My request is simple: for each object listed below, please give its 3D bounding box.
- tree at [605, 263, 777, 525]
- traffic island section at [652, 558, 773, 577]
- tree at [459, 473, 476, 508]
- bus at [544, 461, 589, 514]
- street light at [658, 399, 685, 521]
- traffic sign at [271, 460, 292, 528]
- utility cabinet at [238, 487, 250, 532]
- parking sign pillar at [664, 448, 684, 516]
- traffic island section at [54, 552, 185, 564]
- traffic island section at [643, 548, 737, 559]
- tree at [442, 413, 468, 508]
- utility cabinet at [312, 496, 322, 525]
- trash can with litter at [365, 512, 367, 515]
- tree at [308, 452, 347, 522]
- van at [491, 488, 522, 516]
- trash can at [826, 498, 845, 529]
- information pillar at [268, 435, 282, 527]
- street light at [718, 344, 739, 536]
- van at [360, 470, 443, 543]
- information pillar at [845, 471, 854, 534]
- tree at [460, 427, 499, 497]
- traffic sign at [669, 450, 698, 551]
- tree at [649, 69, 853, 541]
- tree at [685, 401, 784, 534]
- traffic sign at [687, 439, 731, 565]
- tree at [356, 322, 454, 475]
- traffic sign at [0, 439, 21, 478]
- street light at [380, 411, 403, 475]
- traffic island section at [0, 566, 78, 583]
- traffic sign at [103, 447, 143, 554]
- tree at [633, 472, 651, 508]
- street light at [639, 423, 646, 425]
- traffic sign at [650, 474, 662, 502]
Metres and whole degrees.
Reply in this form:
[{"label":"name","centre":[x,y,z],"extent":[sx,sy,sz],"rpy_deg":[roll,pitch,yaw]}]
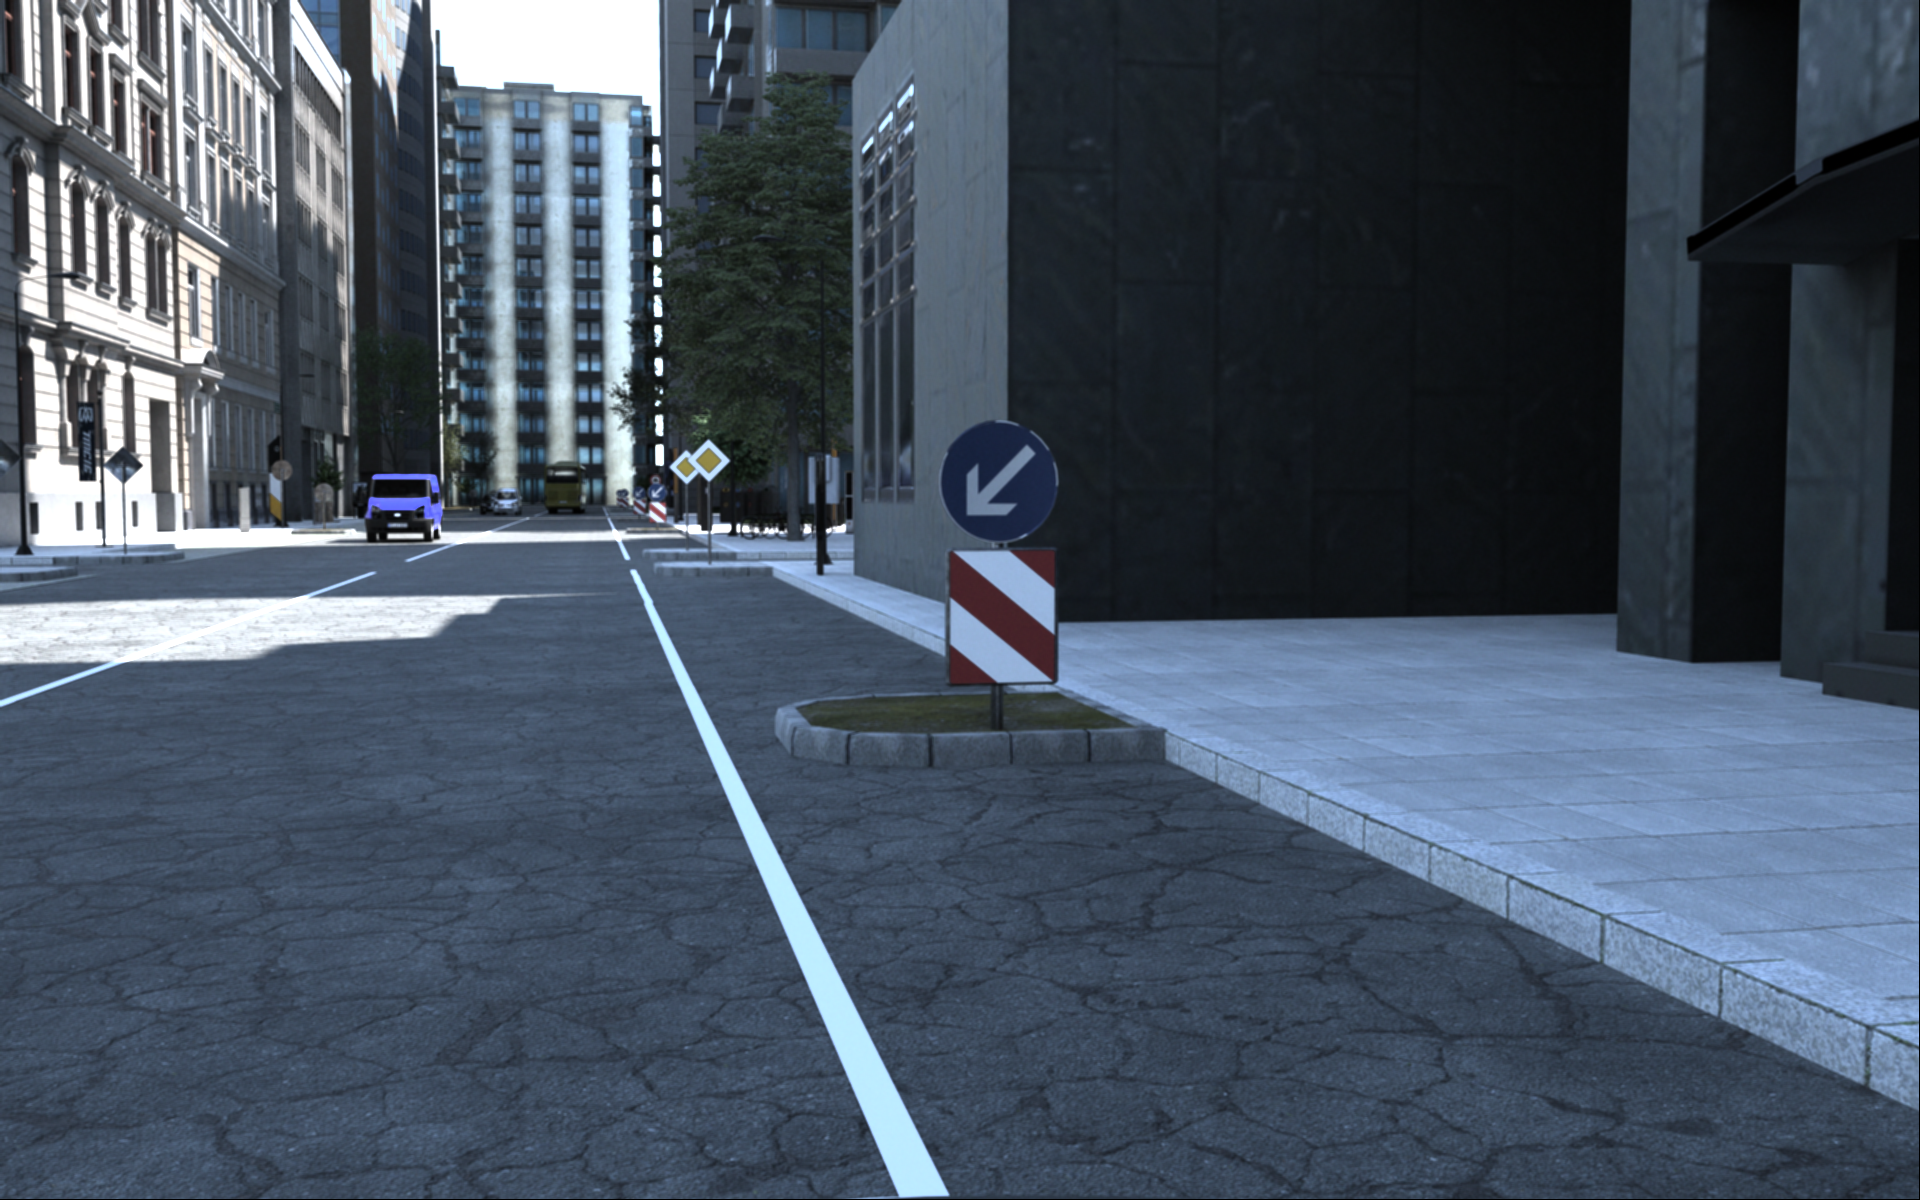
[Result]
[{"label":"tree","centre":[-10.966,-8.340,70.777],"extent":[7.601,10.594,8.767],"rpy_deg":[-3,4,-37]},{"label":"traffic island section","centre":[-4.534,-0.565,31.522],"extent":[2.009,0.180,2.903],"rpy_deg":[-1,4,-12]},{"label":"tree","centre":[-45.985,-10.223,161.743],"extent":[1.663,3.219,1.824],"rpy_deg":[0,3,0]},{"label":"bus","centre":[-29.247,-8.393,128.774],"extent":[2.896,3.916,12.252],"rpy_deg":[-1,4,-10]},{"label":"street light","centre":[-13.903,-6.738,82.714],"extent":[1.470,5.913,1.316],"rpy_deg":[-1,4,-12]},{"label":"traffic sign","centre":[-25.403,-3.963,64.904],"extent":[0.768,2.556,0.104],"rpy_deg":[0,4,-4]},{"label":"utility cabinet","centre":[-23.838,-2.996,57.660],"extent":[0.318,1.500,1.173],"rpy_deg":[-2,4,-25]},{"label":"parking sign pillar","centre":[-16.923,-6.903,101.339],"extent":[1.447,3.967,1.447],"rpy_deg":[-1,4,-22]},{"label":"traffic island section","centre":[-17.811,-0.895,36.914],"extent":[2.009,0.180,2.903],"rpy_deg":[-1,4,-12]},{"label":"traffic island section","centre":[-6.171,-1.043,39.338],"extent":[2.009,0.180,2.903],"rpy_deg":[-1,4,-12]},{"label":"tree","centre":[-45.987,-12.539,155.370],"extent":[4.737,8.622,4.395],"rpy_deg":[0,3,0]},{"label":"utility cabinet","centre":[-26.839,-3.739,72.296],"extent":[0.306,1.237,1.020],"rpy_deg":[-2,4,-26]},{"label":"trash can with litter","centre":[-37.001,-5.802,105.922],"extent":[2.233,1.210,1.678],"rpy_deg":[2,4,31]},{"label":"tree","centre":[-28.875,-5.146,78.744],"extent":[1.663,3.219,1.824],"rpy_deg":[0,3,0]},{"label":"van","centre":[-30.441,-6.697,116.501],"extent":[2.013,2.044,4.112],"rpy_deg":[-1,4,-11]},{"label":"trash can","centre":[-4.899,-3.476,68.485],"extent":[0.748,1.137,0.748],"rpy_deg":[0,3,0]},{"label":"information pillar","centre":[-27.047,-4.714,68.432],"extent":[0.183,3.616,0.504],"rpy_deg":[3,5,40]},{"label":"street light","centre":[-7.434,-4.881,52.352],"extent":[1.470,5.913,1.316],"rpy_deg":[-1,4,-12]},{"label":"van","centre":[-17.001,-2.974,53.015],"extent":[2.240,2.365,5.245],"rpy_deg":[-1,4,-13]},{"label":"information pillar","centre":[-3.496,-3.133,55.713],"extent":[0.304,2.012,0.304],"rpy_deg":[2,4,24]},{"label":"tree","centre":[-51.490,-14.415,186.047],"extent":[4.360,8.622,3.978],"rpy_deg":[0,3,0]},{"label":"traffic sign","centre":[-6.192,-2.178,39.256],"extent":[0.795,2.450,0.064],"rpy_deg":[-1,4,-12]},{"label":"tree","centre":[-4.573,-7.856,46.579],"extent":[7.486,12.596,7.792],"rpy_deg":[0,3,0]},{"label":"tree","centre":[-7.248,-4.441,56.330],"extent":[4.285,4.588,4.351],"rpy_deg":[0,3,0]},{"label":"traffic sign","centre":[-4.555,-1.700,31.440],"extent":[0.795,2.450,0.064],"rpy_deg":[-1,4,-12]},{"label":"tree","centre":[-34.487,-10.995,105.517],"extent":[9.928,11.665,9.643],"rpy_deg":[0,3,0]},{"label":"traffic sign","centre":[-16.153,-1.553,29.041],"extent":[0.795,2.450,0.064],"rpy_deg":[-1,4,-12]},{"label":"street light","centre":[-31.938,-7.629,97.277],"extent":[1.470,5.913,1.316],"rpy_deg":[-1,4,-12]},{"label":"traffic island section","centre":[-16.174,-0.417,29.098],"extent":[2.009,0.180,2.903],"rpy_deg":[-1,4,-12]},{"label":"traffic sign","centre":[-17.790,-2.031,36.857],"extent":[0.795,2.450,0.064],"rpy_deg":[-1,4,-12]},{"label":"tree","centre":[-30.043,-10.269,162.502],"extent":[1.663,3.219,1.824],"rpy_deg":[0,3,0]},{"label":"street light","centre":[-20.230,-8.595,113.063],"extent":[1.470,5.913,1.316],"rpy_deg":[-1,4,-12]},{"label":"traffic sign","centre":[-19.636,-6.830,111.775],"extent":[0.768,2.556,0.104],"rpy_deg":[0,4,-8]}]
